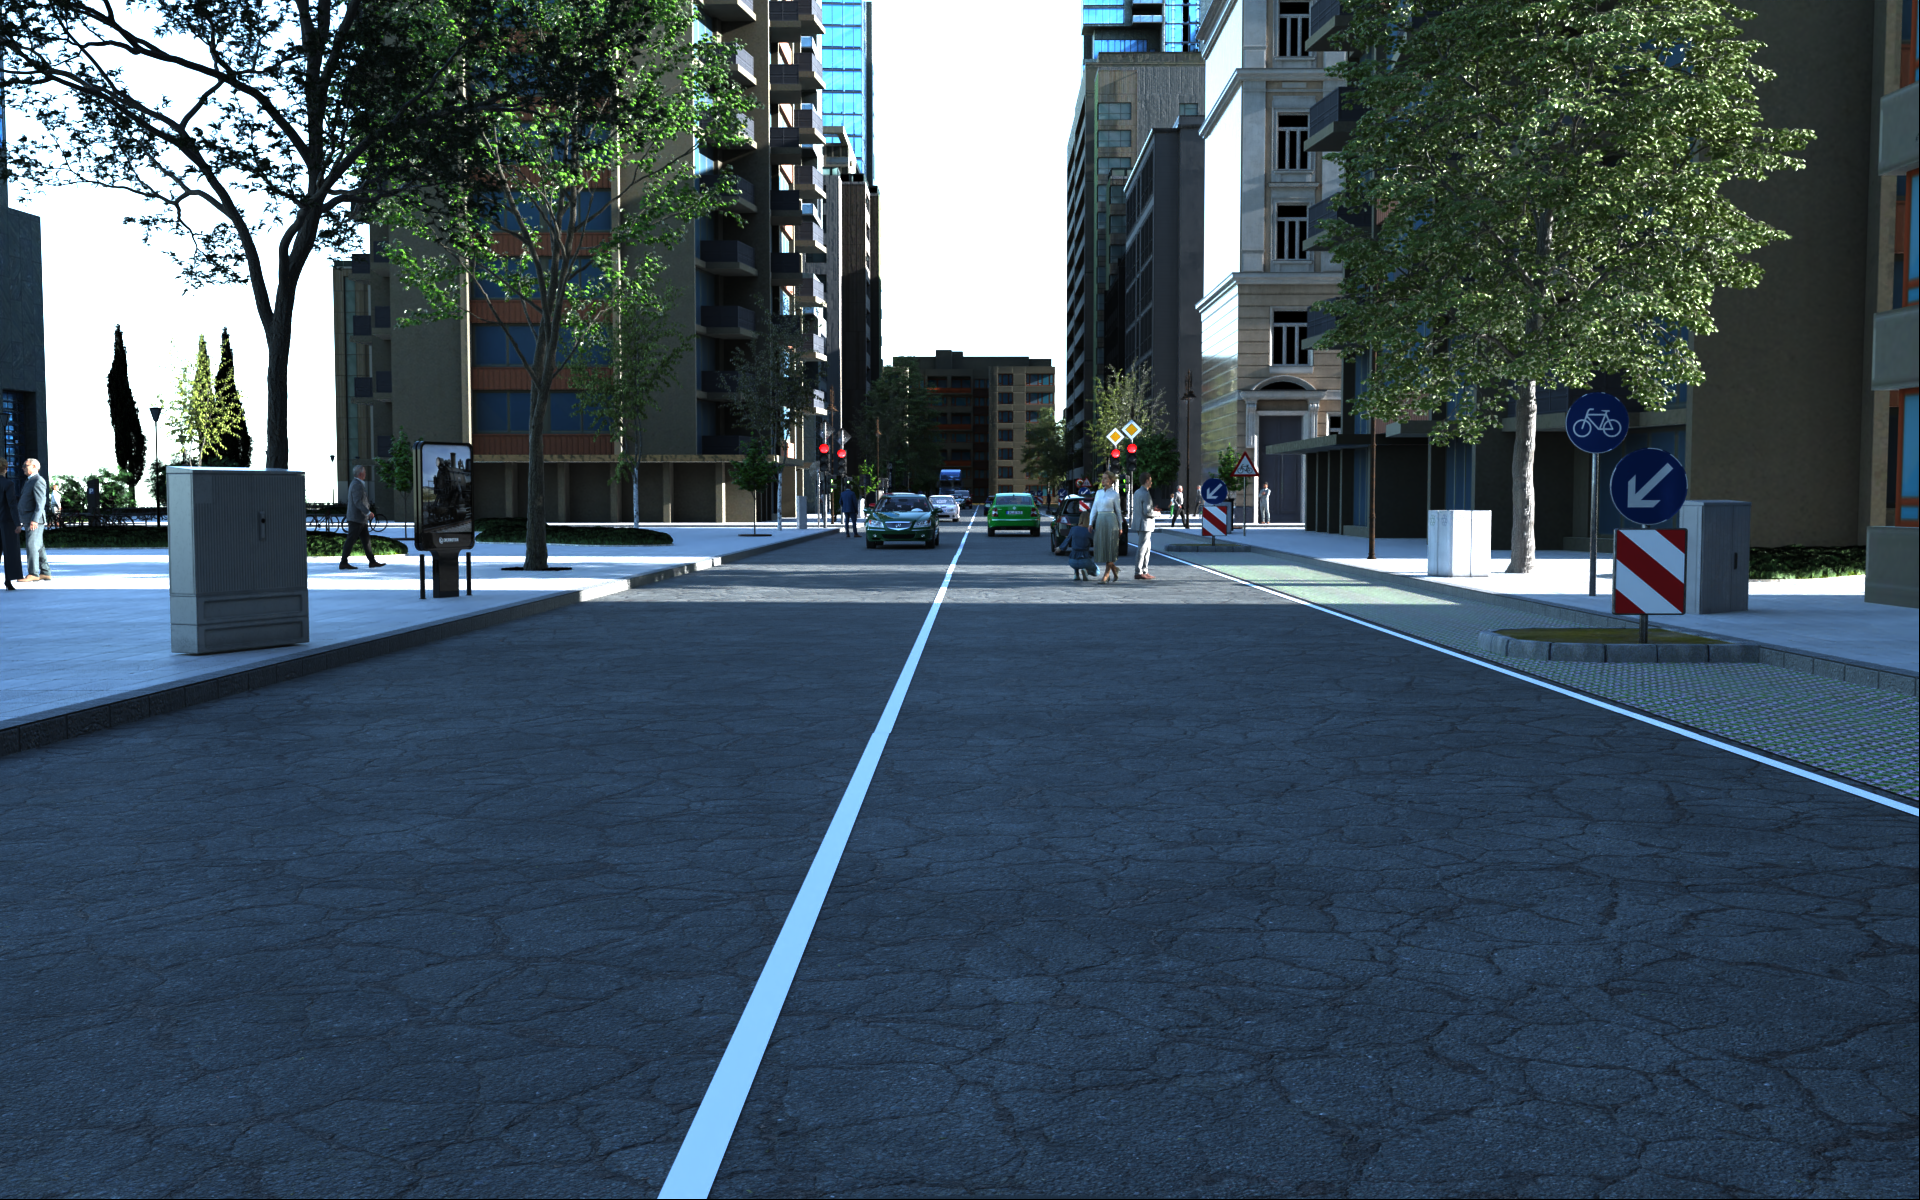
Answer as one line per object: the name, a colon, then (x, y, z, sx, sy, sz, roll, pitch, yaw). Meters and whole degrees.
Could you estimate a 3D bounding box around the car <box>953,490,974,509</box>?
car: (0.173, -9.796, 168.838, 2.281, 1.827, 5.304, 0, 4, 0)

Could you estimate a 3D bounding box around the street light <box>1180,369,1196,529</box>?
street light: (8.422, -5.576, 63.956, 0.468, 5.910, 1.993, 0, 4, 1)

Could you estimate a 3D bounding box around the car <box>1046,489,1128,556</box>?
car: (3.088, -1.957, 41.778, 2.009, 1.686, 4.222, 0, 4, 1)

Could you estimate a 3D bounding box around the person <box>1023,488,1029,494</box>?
person: (4.245, -6.333, 111.899, 0.638, 1.841, 0.748, -1, 4, -16)

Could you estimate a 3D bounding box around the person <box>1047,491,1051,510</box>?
person: (8.119, -9.081, 157.886, 0.530, 1.710, 0.541, 3, 5, 41)

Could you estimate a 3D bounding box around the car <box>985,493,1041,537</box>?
car: (1.834, -3.118, 59.782, 1.959, 1.807, 4.718, 0, 4, 1)

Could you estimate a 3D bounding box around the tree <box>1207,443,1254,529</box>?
tree: (9.823, -4.236, 63.861, 1.663, 3.219, 1.824, 0, 3, 0)

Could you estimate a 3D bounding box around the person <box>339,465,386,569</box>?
person: (-10.242, -1.423, 29.702, 0.834, 1.777, 0.661, -2, 4, -34)

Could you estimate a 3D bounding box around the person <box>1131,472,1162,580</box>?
person: (3.173, -1.247, 29.091, 0.583, 1.804, 0.606, -1, 4, -18)

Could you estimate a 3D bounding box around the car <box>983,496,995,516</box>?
car: (2.482, -6.328, 116.049, 1.945, 1.354, 3.894, 0, 4, 2)

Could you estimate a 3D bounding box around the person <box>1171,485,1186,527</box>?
person: (8.866, -3.712, 69.595, 0.834, 1.777, 0.661, 2, 4, 28)

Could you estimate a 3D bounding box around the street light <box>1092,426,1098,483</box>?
street light: (9.129, -8.867, 117.756, 0.468, 5.910, 1.993, 0, 4, 1)

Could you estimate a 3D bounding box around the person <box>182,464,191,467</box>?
person: (-13.647, -1.487, 30.453, 0.391, 1.810, 0.635, -1, 4, -16)

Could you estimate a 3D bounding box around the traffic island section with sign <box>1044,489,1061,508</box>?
traffic island section with sign: (7.268, -7.134, 125.268, 1.989, 1.847, 2.006, 0, 4, 1)

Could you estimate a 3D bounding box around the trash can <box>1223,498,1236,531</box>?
trash can: (8.799, -2.815, 57.671, 0.748, 1.137, 0.748, 0, 3, 0)

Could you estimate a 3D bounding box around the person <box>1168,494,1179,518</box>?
person: (11.527, -5.083, 93.399, 0.590, 1.304, 0.306, 2, 4, 25)

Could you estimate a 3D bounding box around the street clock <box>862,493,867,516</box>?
street clock: (-5.587, -5.956, 101.955, 0.358, 2.002, 0.471, -1, 4, -10)

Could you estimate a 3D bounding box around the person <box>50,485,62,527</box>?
person: (-36.105, -3.687, 69.016, 0.641, 1.798, 0.478, -1, 4, -22)

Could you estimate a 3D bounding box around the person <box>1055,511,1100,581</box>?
person: (1.999, -0.910, 28.884, 1.012, 1.151, 0.738, 2, 4, 26)

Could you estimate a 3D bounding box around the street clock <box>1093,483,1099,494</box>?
street clock: (8.645, -6.463, 110.240, 0.358, 2.002, 0.471, 2, 4, 29)

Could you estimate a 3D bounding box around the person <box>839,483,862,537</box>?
person: (-3.647, -2.983, 57.455, 0.721, 1.800, 0.419, 1, 4, 17)

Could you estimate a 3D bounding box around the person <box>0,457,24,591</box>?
person: (-12.704, -1.009, 22.959, 0.576, 1.772, 0.534, -1, 4, -9)

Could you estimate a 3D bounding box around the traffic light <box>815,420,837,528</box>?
traffic light: (-5.057, -4.659, 65.097, 0.839, 4.253, 0.868, 0, 4, 1)

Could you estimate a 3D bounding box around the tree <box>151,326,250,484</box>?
tree: (-33.666, -7.712, 76.453, 4.737, 8.622, 4.395, 0, 3, 0)

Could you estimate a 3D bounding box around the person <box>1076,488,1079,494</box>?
person: (11.603, -10.139, 171.453, 0.705, 1.869, 1.348, 3, 4, 36)

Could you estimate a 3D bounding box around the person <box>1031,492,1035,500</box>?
person: (6.091, -8.333, 146.548, 0.589, 1.601, 0.330, -2, 4, -34)

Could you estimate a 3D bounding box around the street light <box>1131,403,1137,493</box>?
street light: (8.797, -7.079, 88.528, 0.468, 5.910, 1.993, 0, 4, 1)

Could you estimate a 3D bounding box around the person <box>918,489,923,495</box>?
person: (-4.115, -10.356, 175.233, 0.709, 1.838, 0.599, 2, 4, 29)

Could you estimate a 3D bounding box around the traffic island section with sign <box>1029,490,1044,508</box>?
traffic island section with sign: (7.931, -10.164, 174.802, 1.989, 1.847, 2.006, 0, 4, 1)

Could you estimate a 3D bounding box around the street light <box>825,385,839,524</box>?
street light: (-5.410, -6.150, 73.342, 0.468, 5.910, 1.993, 0, 4, 1)

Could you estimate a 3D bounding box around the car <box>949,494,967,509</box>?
car: (-0.428, -9.270, 163.361, 2.131, 1.459, 4.920, 0, 4, -1)

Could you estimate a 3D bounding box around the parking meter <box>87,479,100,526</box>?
parking meter: (-32.994, -3.684, 65.943, 0.399, 1.863, 0.255, 1, 4, 9)

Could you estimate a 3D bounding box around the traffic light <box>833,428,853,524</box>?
traffic light: (-4.949, -5.147, 73.081, 0.839, 4.253, 0.868, 0, 4, 1)

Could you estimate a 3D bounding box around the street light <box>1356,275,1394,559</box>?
street light: (8.108, -3.740, 33.935, 0.468, 5.910, 1.993, 0, 4, 1)

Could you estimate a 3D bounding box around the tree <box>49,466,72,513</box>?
tree: (-59.920, -12.547, 106.963, 13.155, 14.587, 18.604, 0, 3, 0)

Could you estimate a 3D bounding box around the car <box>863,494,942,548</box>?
car: (-1.529, -2.162, 47.140, 2.131, 1.459, 4.920, 0, 4, 1)

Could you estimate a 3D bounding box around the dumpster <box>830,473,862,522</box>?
dumpster: (-5.336, -4.748, 80.128, 1.502, 2.255, 1.985, 0, 4, 1)

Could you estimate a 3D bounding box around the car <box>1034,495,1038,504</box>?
car: (7.783, -10.607, 186.009, 1.945, 1.354, 3.894, 0, 4, 1)

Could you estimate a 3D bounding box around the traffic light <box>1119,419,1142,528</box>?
traffic light: (6.404, -4.651, 64.959, 0.839, 4.253, 0.868, 0, 4, 1)

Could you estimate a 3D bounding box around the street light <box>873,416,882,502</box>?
street light: (-4.860, -7.928, 102.413, 0.468, 5.910, 1.993, 0, 4, 1)

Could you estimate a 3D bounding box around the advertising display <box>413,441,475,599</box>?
advertising display: (-6.392, -0.995, 21.489, 0.123, 1.923, 0.974, 2, 4, 24)

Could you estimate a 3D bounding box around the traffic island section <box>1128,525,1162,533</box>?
traffic island section: (6.444, -2.617, 65.072, 2.009, 0.180, 2.903, 0, 4, 1)

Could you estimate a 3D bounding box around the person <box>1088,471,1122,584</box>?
person: (2.386, -1.167, 27.811, 0.641, 1.798, 0.478, -3, 5, -44)

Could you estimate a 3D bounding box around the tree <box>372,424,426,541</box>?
tree: (-15.596, -3.282, 48.263, 1.663, 3.219, 1.824, 0, 3, 0)

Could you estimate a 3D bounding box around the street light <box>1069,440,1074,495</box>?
street light: (9.548, -10.674, 147.309, 0.468, 5.910, 1.993, 0, 4, 1)

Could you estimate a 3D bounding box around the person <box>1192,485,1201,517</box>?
person: (13.283, -5.522, 96.731, 0.834, 1.777, 0.661, 0, 4, 3)

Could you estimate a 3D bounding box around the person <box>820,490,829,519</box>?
person: (-7.003, -4.925, 89.156, 0.523, 1.515, 0.503, 0, 4, -4)

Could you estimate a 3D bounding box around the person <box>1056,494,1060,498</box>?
person: (10.550, -10.767, 182.224, 1.348, 1.807, 0.705, -2, 4, -23)

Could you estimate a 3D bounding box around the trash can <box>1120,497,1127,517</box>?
trash can: (9.082, -5.171, 96.204, 0.748, 1.137, 0.748, 0, 3, 0)

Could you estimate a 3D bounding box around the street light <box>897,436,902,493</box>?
street light: (-4.641, -9.729, 131.861, 0.468, 5.910, 1.993, 0, 4, 1)

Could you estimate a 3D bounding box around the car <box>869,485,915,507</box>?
car: (-2.168, -3.245, 62.102, 2.155, 1.783, 4.494, 0, 4, -1)

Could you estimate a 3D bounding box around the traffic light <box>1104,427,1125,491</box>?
traffic light: (6.512, -5.139, 72.943, 0.839, 4.253, 0.868, 0, 4, 1)

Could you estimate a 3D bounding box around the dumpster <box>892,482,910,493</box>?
dumpster: (-4.632, -8.057, 134.229, 1.502, 2.255, 1.985, 0, 4, 1)

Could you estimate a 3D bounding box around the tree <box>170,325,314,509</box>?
tree: (-60.288, -14.488, 138.699, 13.155, 14.587, 18.604, 0, 4, -4)

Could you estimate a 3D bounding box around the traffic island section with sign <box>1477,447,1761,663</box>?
traffic island section with sign: (5.783, -0.424, 15.562, 1.989, 1.847, 2.006, 0, 4, 1)

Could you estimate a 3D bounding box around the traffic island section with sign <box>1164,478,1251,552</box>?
traffic island section with sign: (6.151, -2.123, 43.347, 1.989, 1.847, 2.006, 0, 4, 1)

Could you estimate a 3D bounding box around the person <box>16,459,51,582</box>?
person: (-13.681, -1.174, 25.419, 0.590, 1.801, 0.661, -3, 5, -39)

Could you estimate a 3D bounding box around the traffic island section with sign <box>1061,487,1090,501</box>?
traffic island section with sign: (6.897, -5.475, 98.144, 1.989, 1.847, 2.006, 0, 4, 1)

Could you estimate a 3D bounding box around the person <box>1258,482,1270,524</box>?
person: (13.077, -4.176, 74.499, 0.511, 1.800, 0.466, 2, 4, 31)

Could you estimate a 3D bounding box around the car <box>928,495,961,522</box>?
car: (-0.996, -4.808, 90.970, 2.083, 1.381, 4.827, 0, 4, 2)
